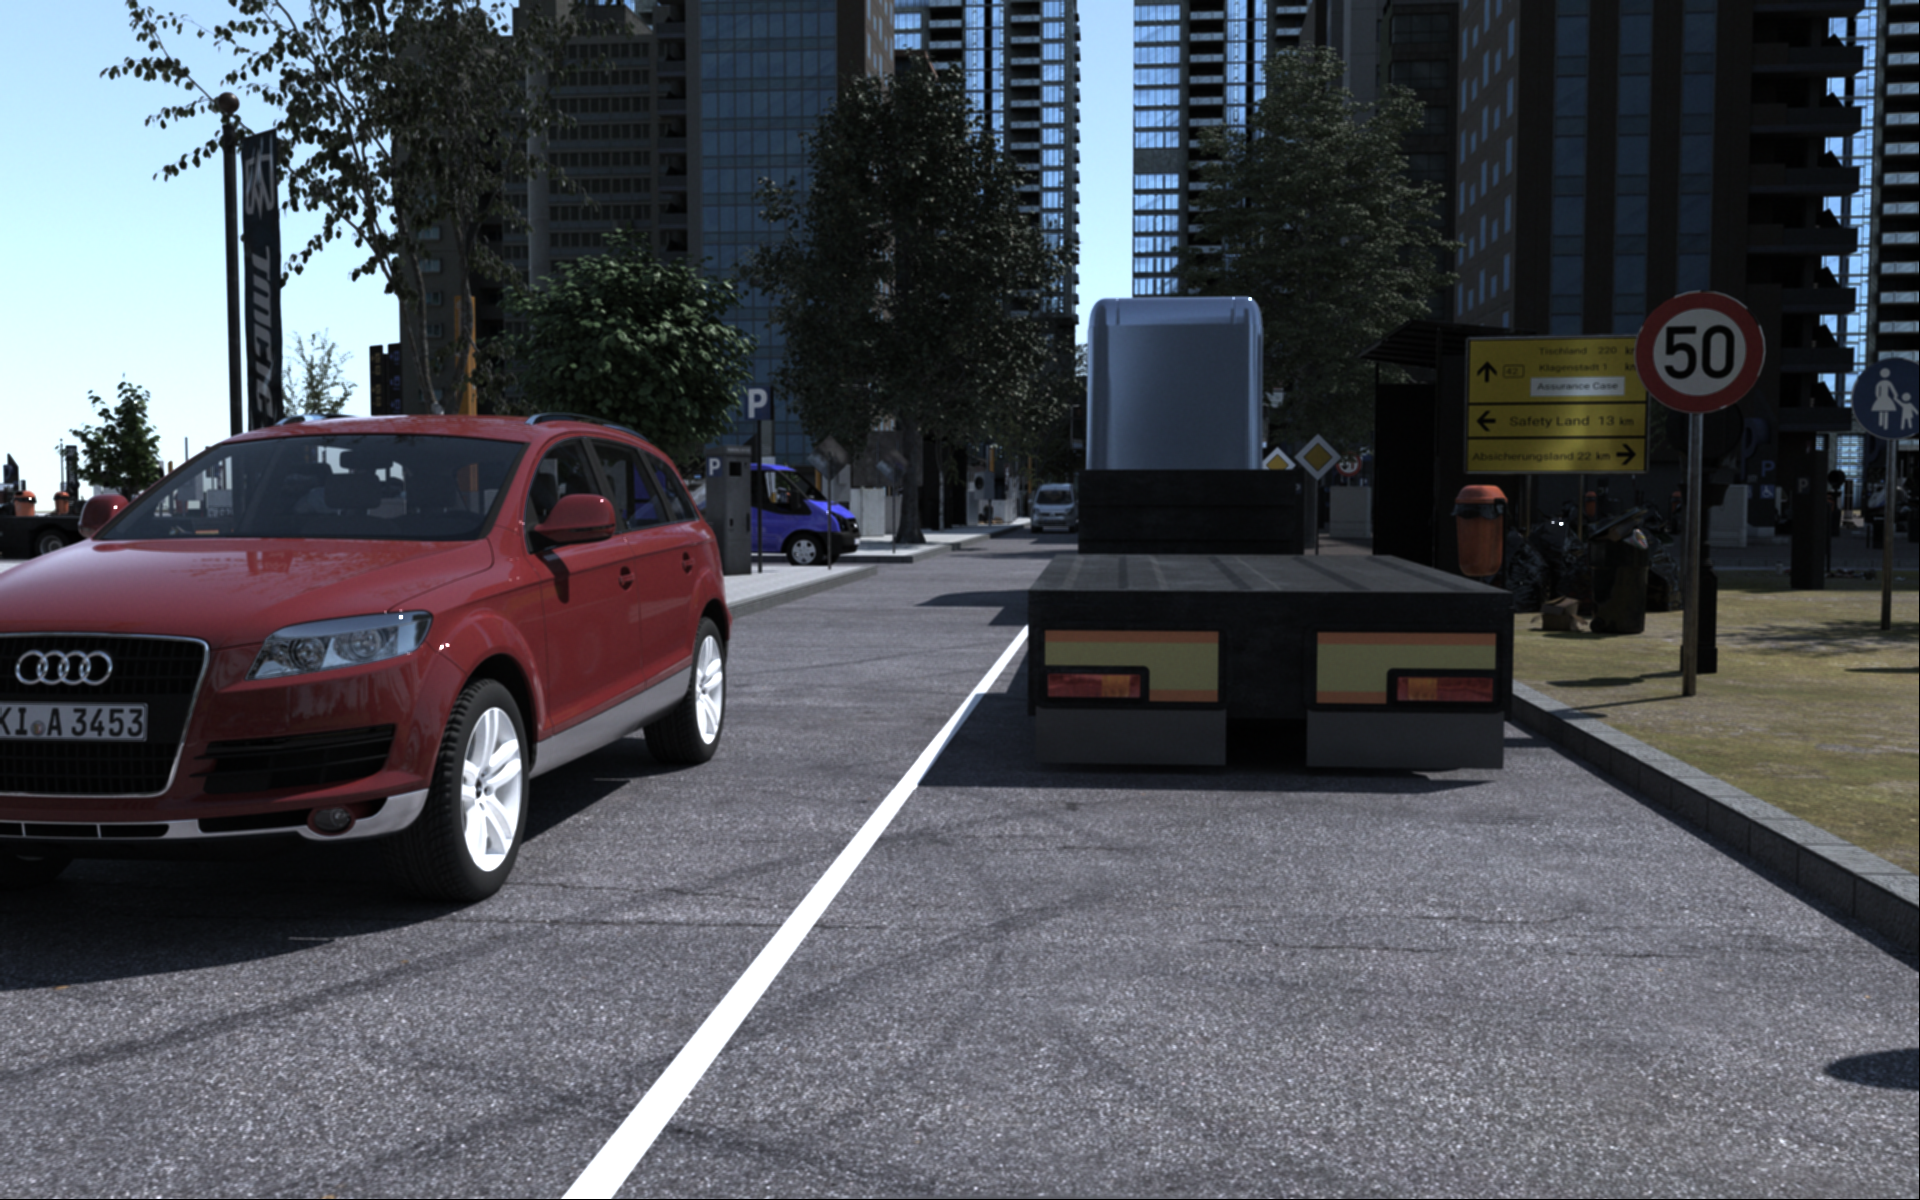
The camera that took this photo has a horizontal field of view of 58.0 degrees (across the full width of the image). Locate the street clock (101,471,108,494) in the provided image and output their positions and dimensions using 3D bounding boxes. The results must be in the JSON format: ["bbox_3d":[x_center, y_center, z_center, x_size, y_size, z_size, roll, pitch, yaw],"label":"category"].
[{"bbox_3d":[-25.871,-2.935,52.562,0.471,2.002,0.358,-2,4,-33],"label":"street clock"}]

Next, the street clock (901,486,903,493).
[{"bbox_3d":[-2.149,-3.900,68.336,0.358,2.002,0.471,-3,5,-41],"label":"street clock"}]

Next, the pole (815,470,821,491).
[{"bbox_3d":[-5.544,-4.513,67.636,0.158,3.312,0.155,0,3,0],"label":"pole"}]

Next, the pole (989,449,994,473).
[{"bbox_3d":[1.434,-5.161,78.227,0.158,3.312,0.155,0,3,0],"label":"pole"}]

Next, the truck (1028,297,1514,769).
[{"bbox_3d":[2.405,-1.724,17.954,2.967,4.110,18.799,0,4,5],"label":"truck"}]

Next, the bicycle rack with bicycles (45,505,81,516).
[{"bbox_3d":[-29.373,-2.805,59.242,2.925,0.926,2.852,0,4,8],"label":"bicycle rack with bicycles"}]

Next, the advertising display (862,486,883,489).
[{"bbox_3d":[-4.400,-5.064,88.013,0.974,1.923,0.123,1,4,22],"label":"advertising display"}]

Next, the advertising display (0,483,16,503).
[{"bbox_3d":[-56.470,-5.959,102.648,0.974,1.923,0.123,0,4,-1],"label":"advertising display"}]

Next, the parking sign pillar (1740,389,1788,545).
[{"bbox_3d":[20.254,-3.391,43.911,1.447,3.967,1.447,0,4,6],"label":"parking sign pillar"}]

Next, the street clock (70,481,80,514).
[{"bbox_3d":[-45.914,-5.216,89.850,0.471,2.002,0.358,-1,4,-12],"label":"street clock"}]

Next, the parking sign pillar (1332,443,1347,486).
[{"bbox_3d":[19.548,-6.150,89.032,1.447,3.967,1.447,0,4,-5],"label":"parking sign pillar"}]

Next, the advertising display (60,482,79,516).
[{"bbox_3d":[-48.289,-5.426,93.928,0.974,1.923,0.123,0,4,7],"label":"advertising display"}]

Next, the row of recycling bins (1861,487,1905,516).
[{"bbox_3d":[51.535,-5.479,96.698,1.069,1.692,3.534,0,4,0],"label":"row of recycling bins"}]

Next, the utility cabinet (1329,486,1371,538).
[{"bbox_3d":[11.250,-2.521,49.894,1.173,1.500,0.318,3,5,42],"label":"utility cabinet"}]

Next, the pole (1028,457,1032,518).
[{"bbox_3d":[3.753,-6.078,93.219,0.158,3.312,0.155,0,3,0],"label":"pole"}]

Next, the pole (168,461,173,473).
[{"bbox_3d":[-50.460,-7.142,110.612,0.158,3.312,0.155,0,3,0],"label":"pole"}]

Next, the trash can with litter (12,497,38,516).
[{"bbox_3d":[-50.989,-5.091,94.302,2.233,1.210,1.678,0,4,-3],"label":"trash can with litter"}]

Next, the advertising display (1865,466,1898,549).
[{"bbox_3d":[21.537,-2.159,40.512,0.123,1.923,0.974,0,4,-7],"label":"advertising display"}]

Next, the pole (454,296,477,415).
[{"bbox_3d":[-5.100,-1.473,17.925,0.158,3.312,0.155,0,3,0],"label":"pole"}]

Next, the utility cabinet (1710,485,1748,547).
[{"bbox_3d":[18.150,-2.001,41.396,1.173,1.500,0.318,3,5,41],"label":"utility cabinet"}]

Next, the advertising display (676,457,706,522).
[{"bbox_3d":[-4.587,-1.507,29.857,0.974,1.923,0.123,1,4,10],"label":"advertising display"}]

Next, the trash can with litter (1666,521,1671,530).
[{"bbox_3d":[25.852,-3.111,62.248,1.055,1.170,0.624,-2,4,-34],"label":"trash can with litter"}]

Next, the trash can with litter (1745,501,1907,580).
[{"bbox_3d":[13.420,-0.954,26.656,1.678,1.210,2.233,-1,4,-22],"label":"trash can with litter"}]

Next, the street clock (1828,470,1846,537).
[{"bbox_3d":[26.398,-2.913,52.202,0.358,2.002,0.471,-1,4,-17],"label":"street clock"}]

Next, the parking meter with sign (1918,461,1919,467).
[{"bbox_3d":[50.314,-5.755,90.355,0.543,3.016,1.738,2,4,27],"label":"parking meter with sign"}]

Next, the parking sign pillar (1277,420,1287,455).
[{"bbox_3d":[11.402,-4.577,63.302,1.447,3.967,1.447,-1,4,-22],"label":"parking sign pillar"}]

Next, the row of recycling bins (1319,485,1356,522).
[{"bbox_3d":[17.097,-4.464,80.106,3.534,1.692,1.069,-2,4,-29],"label":"row of recycling bins"}]

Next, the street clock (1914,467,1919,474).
[{"bbox_3d":[26.045,-2.592,46.953,0.358,2.002,0.471,0,4,4],"label":"street clock"}]

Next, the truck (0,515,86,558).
[{"bbox_3d":[-23.987,-2.790,35.368,18.799,4.110,2.967,0,4,5],"label":"truck"}]

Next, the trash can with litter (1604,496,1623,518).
[{"bbox_3d":[19.055,-2.484,51.676,2.233,1.210,1.678,1,4,13],"label":"trash can with litter"}]

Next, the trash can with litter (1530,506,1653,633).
[{"bbox_3d":[5.869,-0.288,16.099,1.055,1.170,0.624,2,4,31],"label":"trash can with litter"}]

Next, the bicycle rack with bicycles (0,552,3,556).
[{"bbox_3d":[-6.896,0.161,10.743,2.852,0.926,2.925,2,4,25],"label":"bicycle rack with bicycles"}]

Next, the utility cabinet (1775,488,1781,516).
[{"bbox_3d":[27.240,-3.070,58.865,1.173,1.500,0.318,0,4,0],"label":"utility cabinet"}]

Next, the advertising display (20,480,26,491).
[{"bbox_3d":[-42.647,-4.505,78.870,0.123,1.923,0.974,-2,4,-34],"label":"advertising display"}]

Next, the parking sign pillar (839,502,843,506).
[{"bbox_3d":[-6.709,-6.331,91.979,1.447,3.967,1.447,2,4,27],"label":"parking sign pillar"}]

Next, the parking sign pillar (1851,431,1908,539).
[{"bbox_3d":[26.469,-3.748,49.759,1.447,3.967,1.447,0,4,8],"label":"parking sign pillar"}]

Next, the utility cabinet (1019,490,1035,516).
[{"bbox_3d":[3.905,-5.707,101.989,1.173,1.500,0.318,-3,5,-43],"label":"utility cabinet"}]

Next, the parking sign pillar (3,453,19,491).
[{"bbox_3d":[-62.389,-7.672,113.915,1.447,3.967,1.447,3,4,38],"label":"parking sign pillar"}]

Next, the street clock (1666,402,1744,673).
[{"bbox_3d":[5.329,-0.481,12.440,0.471,2.002,0.358,0,4,-2],"label":"street clock"}]

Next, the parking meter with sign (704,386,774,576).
[{"bbox_3d":[-3.695,-1.906,27.423,0.543,3.016,1.738,2,4,32],"label":"parking meter with sign"}]

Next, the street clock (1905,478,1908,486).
[{"bbox_3d":[40.098,-4.184,72.974,0.471,2.002,0.358,3,5,43],"label":"street clock"}]

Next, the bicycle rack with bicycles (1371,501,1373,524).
[{"bbox_3d":[17.924,-3.782,75.214,2.852,0.926,2.925,-3,5,-40],"label":"bicycle rack with bicycles"}]

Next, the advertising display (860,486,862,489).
[{"bbox_3d":[-5.066,-5.288,91.680,0.123,1.923,0.974,-1,4,-22],"label":"advertising display"}]

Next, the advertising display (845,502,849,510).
[{"bbox_3d":[-6.712,-5.994,103.220,0.123,1.923,0.974,-1,4,-10],"label":"advertising display"}]

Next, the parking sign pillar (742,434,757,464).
[{"bbox_3d":[-9.677,-5.505,78.475,1.447,3.967,1.447,2,4,29],"label":"parking sign pillar"}]

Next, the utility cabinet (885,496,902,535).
[{"bbox_3d":[-2.111,-2.685,55.063,1.020,1.237,0.306,-1,4,-22],"label":"utility cabinet"}]

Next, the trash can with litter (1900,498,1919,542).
[{"bbox_3d":[25.495,-2.111,45.903,1.055,1.170,0.624,-2,4,-29],"label":"trash can with litter"}]

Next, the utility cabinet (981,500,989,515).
[{"bbox_3d":[1.129,-4.406,83.195,1.020,1.237,0.306,0,4,6],"label":"utility cabinet"}]
